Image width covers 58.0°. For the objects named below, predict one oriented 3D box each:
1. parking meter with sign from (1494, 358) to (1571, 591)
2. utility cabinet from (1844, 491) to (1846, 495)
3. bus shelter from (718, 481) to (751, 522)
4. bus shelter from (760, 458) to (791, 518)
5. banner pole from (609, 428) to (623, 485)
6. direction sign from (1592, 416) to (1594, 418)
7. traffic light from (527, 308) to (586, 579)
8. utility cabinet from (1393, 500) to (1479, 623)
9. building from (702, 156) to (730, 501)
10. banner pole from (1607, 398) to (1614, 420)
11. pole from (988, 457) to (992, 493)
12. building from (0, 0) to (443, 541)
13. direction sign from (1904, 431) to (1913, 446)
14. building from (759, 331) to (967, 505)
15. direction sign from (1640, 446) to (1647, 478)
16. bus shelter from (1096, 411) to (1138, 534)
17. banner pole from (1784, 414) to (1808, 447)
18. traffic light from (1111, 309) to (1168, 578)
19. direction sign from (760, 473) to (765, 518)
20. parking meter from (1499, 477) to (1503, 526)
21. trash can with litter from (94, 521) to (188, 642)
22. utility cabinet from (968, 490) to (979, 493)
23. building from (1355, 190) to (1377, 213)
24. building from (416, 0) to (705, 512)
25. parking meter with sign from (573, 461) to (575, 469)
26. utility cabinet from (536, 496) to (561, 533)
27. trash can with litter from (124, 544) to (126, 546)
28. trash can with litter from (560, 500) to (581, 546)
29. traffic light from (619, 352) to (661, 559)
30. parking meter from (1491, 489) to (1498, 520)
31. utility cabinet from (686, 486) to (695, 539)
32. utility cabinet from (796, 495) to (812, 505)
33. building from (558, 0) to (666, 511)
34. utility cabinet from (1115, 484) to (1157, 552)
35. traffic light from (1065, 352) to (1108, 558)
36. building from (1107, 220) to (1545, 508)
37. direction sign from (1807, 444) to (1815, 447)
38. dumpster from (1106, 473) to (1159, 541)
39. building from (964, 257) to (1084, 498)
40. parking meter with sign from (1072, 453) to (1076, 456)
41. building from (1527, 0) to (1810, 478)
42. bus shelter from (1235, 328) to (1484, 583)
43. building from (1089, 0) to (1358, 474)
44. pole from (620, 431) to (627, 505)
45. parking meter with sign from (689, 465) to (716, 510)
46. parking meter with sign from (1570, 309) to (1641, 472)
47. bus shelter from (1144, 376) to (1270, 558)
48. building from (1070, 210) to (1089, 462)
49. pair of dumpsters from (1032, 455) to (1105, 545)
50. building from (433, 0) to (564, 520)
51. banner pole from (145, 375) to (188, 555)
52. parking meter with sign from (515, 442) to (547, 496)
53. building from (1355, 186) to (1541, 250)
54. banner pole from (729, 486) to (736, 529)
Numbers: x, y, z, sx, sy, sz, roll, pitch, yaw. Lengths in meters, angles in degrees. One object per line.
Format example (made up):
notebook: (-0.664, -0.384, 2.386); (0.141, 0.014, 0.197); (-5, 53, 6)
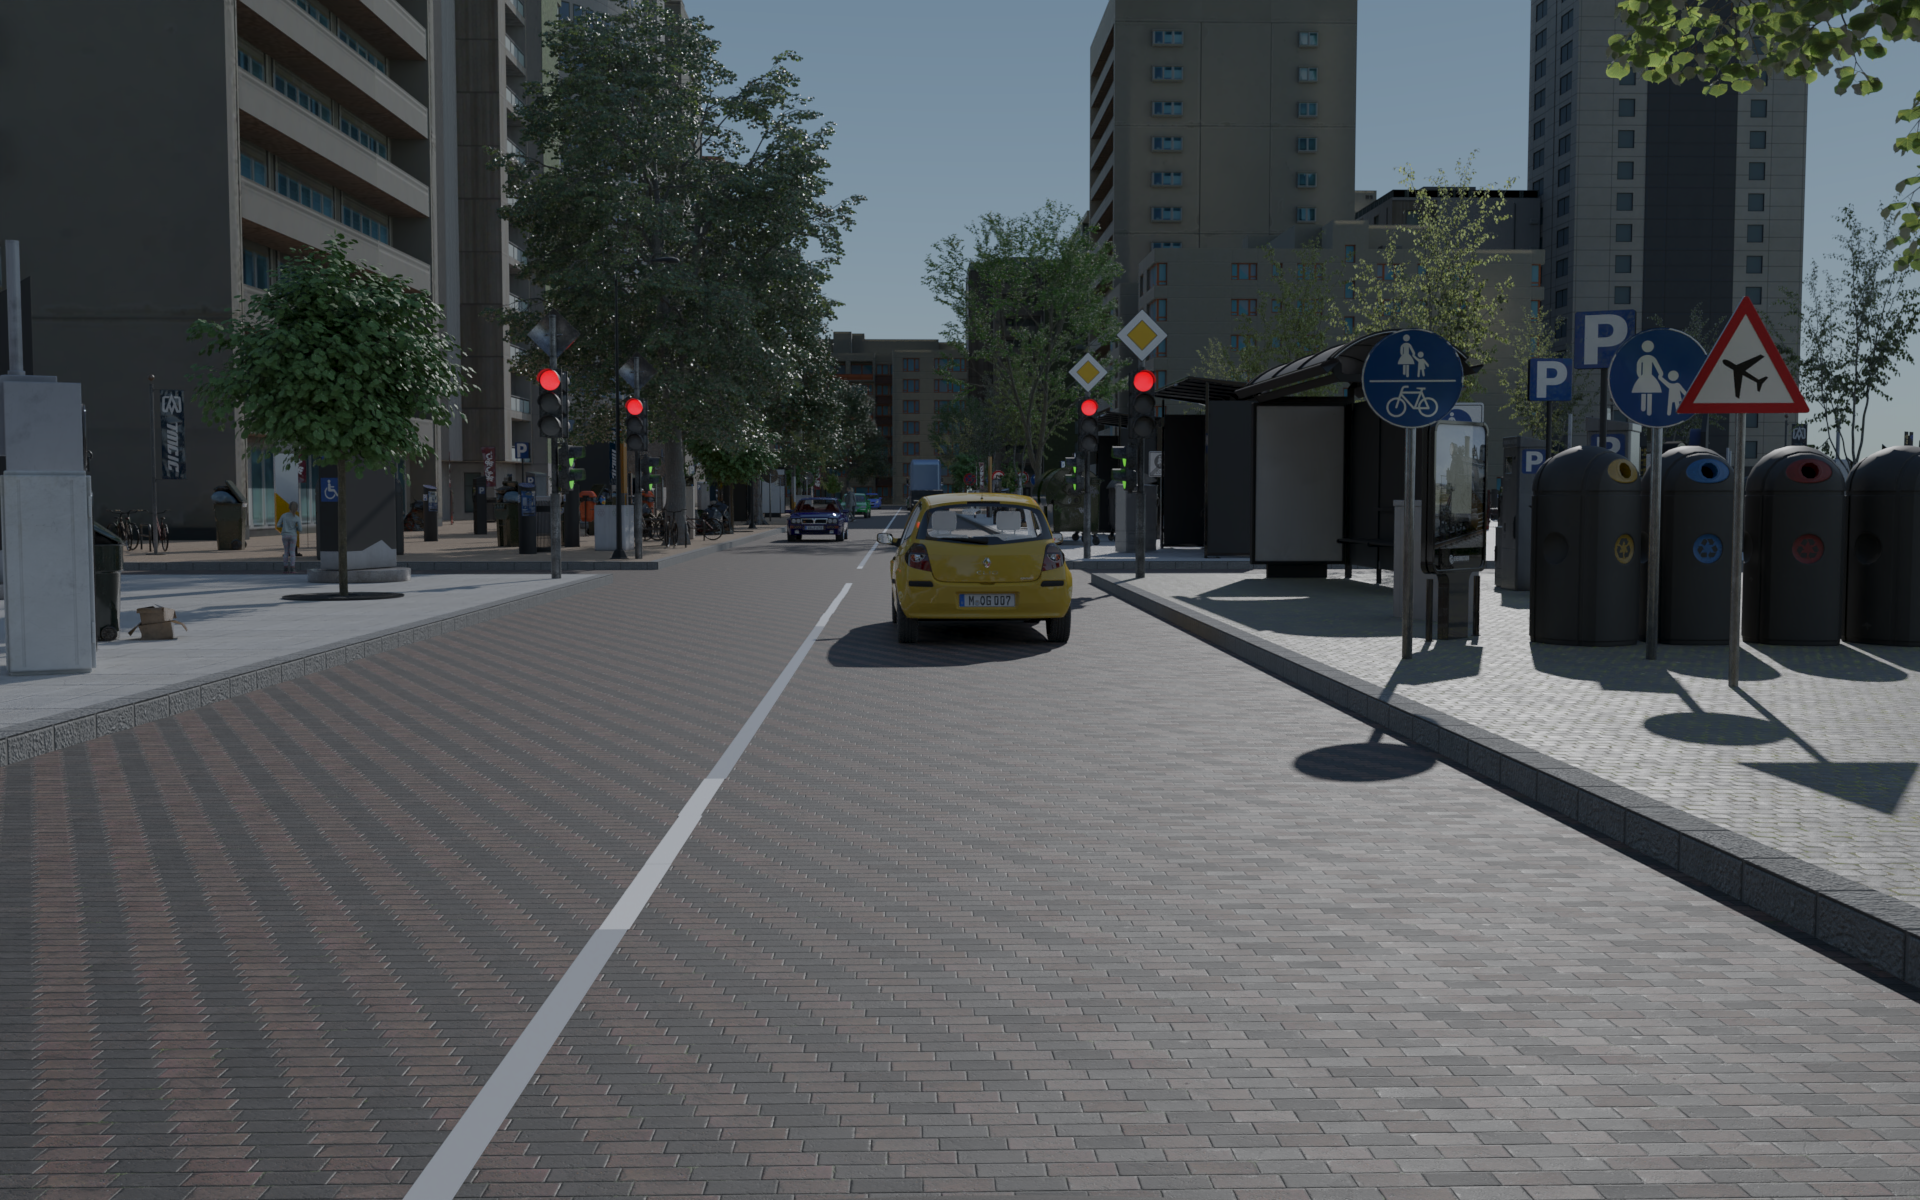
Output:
parking meter with sign: (7.580, -1.645, 23.150); (0.543, 3.016, 1.738); (0, 3, 0)
utility cabinet: (19.017, -1.741, 37.138); (1.173, 1.500, 0.318); (3, 4, 37)
bus shelter: (-10.252, -5.530, 81.698); (1.731, 3.624, 6.357); (0, 4, -2)
bus shelter: (-10.372, -6.307, 97.045); (2.014, 3.302, 5.546); (0, 4, -1)
banner pole: (-11.468, -4.166, 58.128); (0.401, 3.779, 0.863); (3, 4, 37)
direction sign: (18.399, -3.576, 50.457); (0.379, 3.537, 0.876); (1, 4, 22)
traffic light: (-6.112, -2.279, 26.184); (0.839, 4.253, 0.868); (0, 4, -2)
utility cabinet: (4.861, -0.399, 17.685); (0.306, 1.237, 1.020); (-2, 4, -24)
building: (-43.232, -34.388, 216.863); (28.867, 44.769, 22.147); (0, 4, -2)
banner pole: (16.685, -3.334, 44.529); (0.401, 3.779, 0.863); (2, 4, 31)
pole: (1.633, -6.153, 94.443); (0.158, 3.312, 0.155); (0, 3, 0)
building: (-30.912, -26.475, 56.575); (21.300, 48.544, 21.600); (0, 4, -2)
direction sign: (34.378, -4.333, 62.849); (0.876, 3.537, 0.379); (-3, 5, -44)
building: (-13.947, -22.991, 220.937); (28.899, 21.520, 27.650); (0, 4, -2)
direction sign: (32.502, -5.484, 81.657); (0.876, 3.537, 0.379); (2, 4, 35)
bus shelter: (4.912, -3.723, 52.146); (1.731, 3.624, 6.357); (0, 4, -2)
banner pole: (26.044, -3.923, 54.163); (0.863, 3.779, 0.401); (1, 4, 10)
traffic light: (2.745, -2.296, 26.453); (0.839, 4.253, 0.868); (0, 4, -2)
direction sign: (-10.468, -6.077, 91.356); (0.379, 3.537, 0.876); (-2, 4, -26)
parking meter: (15.871, -2.722, 50.218); (0.399, 1.863, 0.255); (0, 4, -4)
trash can with litter: (-7.407, -0.238, 15.283); (1.055, 1.170, 0.624); (-1, 4, -23)
utility cabinet: (0.804, -5.830, 104.000); (0.318, 1.500, 1.173); (1, 4, 21)
building: (50.750, -32.562, 224.269); (23.993, 40.220, 32.217); (0, 4, -2)
building: (-35.389, -32.736, 158.938); (21.600, 48.544, 21.300); (0, 4, -2)
parking meter with sign: (-20.372, -5.715, 89.696); (0.543, 3.016, 1.738); (0, 4, 4)
utility cabinet: (-13.563, -2.782, 56.642); (1.020, 1.237, 0.306); (-1, 4, -18)
trash can with litter: (-21.646, -1.942, 42.806); (2.233, 1.210, 1.678); (2, 4, 23)
trash can with litter: (-9.789, -1.934, 43.000); (0.624, 1.170, 1.055); (-2, 4, -27)
traffic light: (-6.341, -2.767, 34.165); (0.839, 4.253, 0.868); (0, 4, -2)
parking meter: (26.545, -4.744, 85.967); (0.372, 1.533, 0.369); (0, 3, 0)
utility cabinet: (-7.741, -2.490, 49.384); (0.318, 1.500, 1.173); (0, 4, -6)
utility cabinet: (-8.222, -4.823, 90.018); (1.020, 1.237, 0.306); (0, 4, -6)
building: (-33.306, -35.495, 122.343); (21.231, 58.520, 28.212); (0, 4, -2)
utility cabinet: (3.894, -1.806, 38.204); (0.318, 1.500, 1.173); (3, 5, 40)
traffic light: (2.516, -2.784, 34.434); (0.839, 4.253, 0.868); (0, 4, -2)
building: (27.047, -17.837, 136.682); (27.650, 21.520, 28.899); (0, 4, -2)
direction sign: (38.498, -5.321, 78.992); (0.876, 3.537, 0.379); (0, 4, -3)
dumpster: (4.675, -2.508, 46.758); (1.264, 1.857, 1.865); (0, 4, -2)
building: (7.757, -27.049, 213.953); (14.107, 30.474, 14.160); (0, 4, -2)
parking meter with sign: (5.656, -4.725, 73.520); (1.738, 3.016, 0.543); (1, 4, 10)
building: (63.764, -44.237, 161.531); (20.611, 71.187, 20.563); (0, 4, -2)
bus shelter: (5.312, -1.838, 23.977); (2.014, 3.302, 5.546); (0, 4, -2)
building: (23.703, -32.861, 160.985); (21.300, 48.544, 21.600); (0, 4, -2)
pole: (-10.810, -3.782, 55.675); (0.158, 3.312, 0.155); (0, 3, 0)
parking meter with sign: (-15.724, -6.727, 106.253); (1.738, 3.016, 0.543); (-3, 5, -45)
parking meter with sign: (6.534, -1.285, 17.268); (0.543, 3.016, 1.738); (2, 4, 29)
bus shelter: (5.303, -2.831, 37.567); (1.731, 3.624, 6.357); (0, 4, -2)
building: (26.593, -32.518, 223.552); (23.993, 40.220, 32.217); (0, 4, -2)
pair of dumpsters: (2.821, -2.616, 45.263); (1.574, 2.255, 4.437); (0, 4, -2)
building: (-28.493, -24.705, 87.529); (14.154, 41.232, 14.086); (0, 4, -2)
banner pole: (-16.742, -2.842, 36.491); (0.863, 3.779, 0.401); (-2, 4, -31)
parking meter with sign: (-14.462, -3.851, 59.224); (0.543, 3.016, 1.738); (1, 4, 20)
building: (46.288, -24.153, 166.603); (14.107, 30.474, 14.160); (0, 4, -2)
banner pole: (-8.558, -4.554, 64.471); (0.401, 3.779, 0.863); (0, 4, -8)
